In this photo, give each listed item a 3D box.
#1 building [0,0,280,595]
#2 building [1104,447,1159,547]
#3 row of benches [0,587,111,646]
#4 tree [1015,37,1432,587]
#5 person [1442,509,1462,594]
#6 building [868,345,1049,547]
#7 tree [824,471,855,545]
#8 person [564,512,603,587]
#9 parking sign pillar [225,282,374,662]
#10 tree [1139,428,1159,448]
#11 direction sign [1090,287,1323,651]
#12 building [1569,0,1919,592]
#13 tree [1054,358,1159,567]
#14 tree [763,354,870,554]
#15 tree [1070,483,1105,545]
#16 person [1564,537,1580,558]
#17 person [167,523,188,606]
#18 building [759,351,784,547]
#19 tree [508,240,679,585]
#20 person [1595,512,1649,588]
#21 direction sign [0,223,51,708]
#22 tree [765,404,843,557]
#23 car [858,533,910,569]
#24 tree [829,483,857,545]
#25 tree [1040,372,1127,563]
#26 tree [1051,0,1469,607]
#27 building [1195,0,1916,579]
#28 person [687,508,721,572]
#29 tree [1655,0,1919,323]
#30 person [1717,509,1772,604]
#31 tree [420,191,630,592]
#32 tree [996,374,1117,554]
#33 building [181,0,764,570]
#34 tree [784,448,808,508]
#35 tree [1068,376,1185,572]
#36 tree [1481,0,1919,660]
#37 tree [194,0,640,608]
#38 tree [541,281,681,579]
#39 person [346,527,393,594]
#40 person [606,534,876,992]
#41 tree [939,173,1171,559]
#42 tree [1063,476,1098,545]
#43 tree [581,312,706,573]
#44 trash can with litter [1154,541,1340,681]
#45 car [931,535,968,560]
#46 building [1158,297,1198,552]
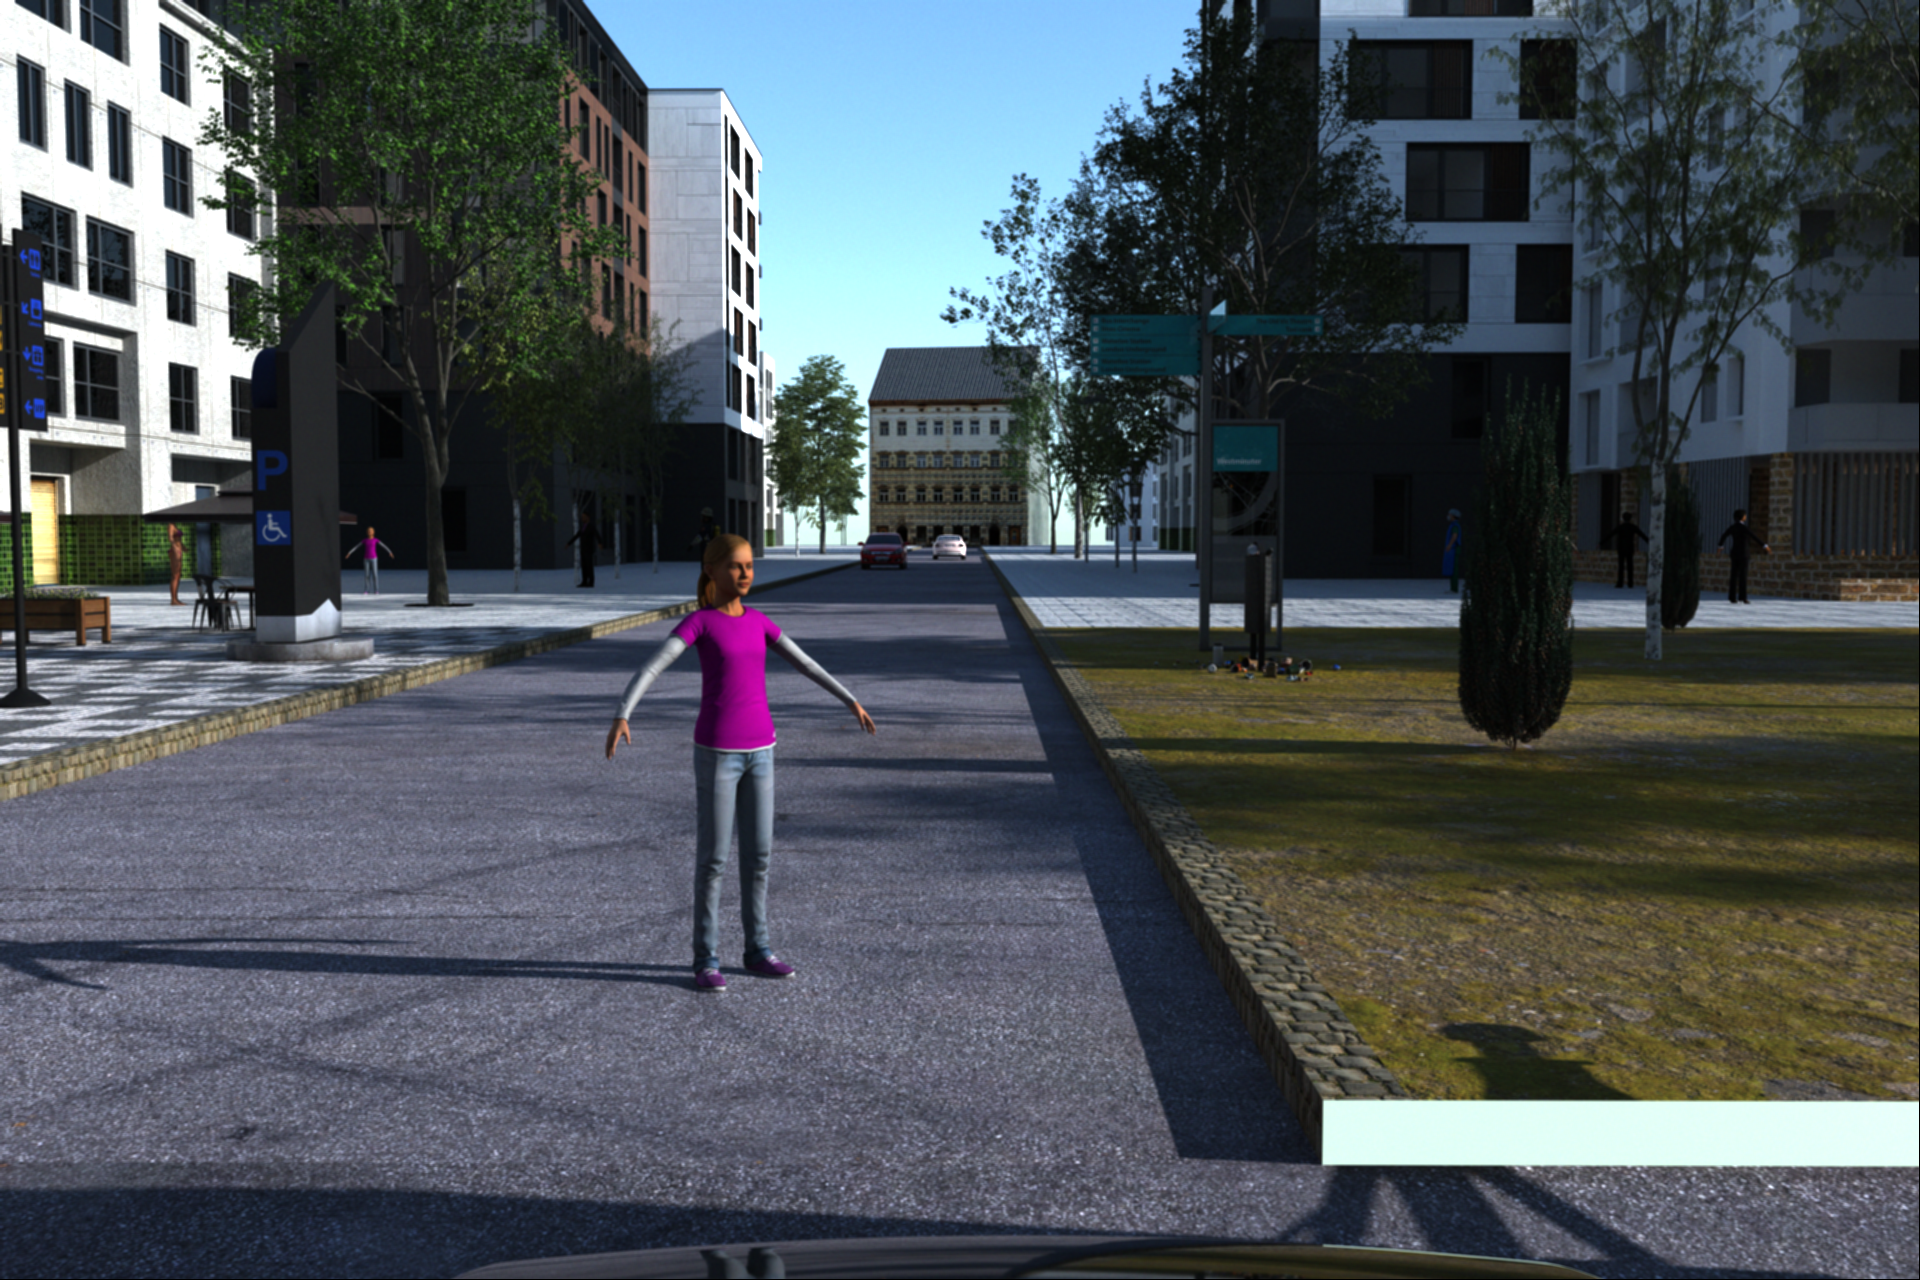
[{"bbox_3d":[-28.656,-10.353,35.732,16.747,18.905,31.486,0,3,0],"label":"building"},{"bbox_3d":[20.100,-14.261,175.307,9.099,9.664,28.070,0,4,1],"label":"building"},{"bbox_3d":[-11.898,-0.287,20.152,4.104,0.672,1.422,0,4,2],"label":"row of benches"},{"bbox_3d":[6.344,-8.059,42.128,12.009,13.543,11.850,0,3,0],"label":"tree"},{"bbox_3d":[10.540,-1.895,37.108,0.704,1.817,1.347,1,4,17],"label":"person"},{"bbox_3d":[0.284,-22.534,201.823,18.063,23.208,19.493,1,4,10],"label":"building"},{"bbox_3d":[-13.525,-14.951,194.802,4.737,8.622,4.395,0,3,0],"label":"tree"},{"bbox_3d":[-9.007,-2.169,41.687,1.346,1.802,0.704,3,4,38],"label":"person"},{"bbox_3d":[-6.876,-1.803,17.946,1.447,3.967,1.447,0,3,0],"label":"parking sign pillar"},{"bbox_3d":[22.930,-17.581,197.824,12.009,13.543,11.850,0,3,0],"label":"tree"},{"bbox_3d":[2.685,-1.808,18.328,2.525,3.948,1.411,0,4,-1],"label":"direction sign"},{"bbox_3d":[21.666,-11.541,45.121,16.016,20.090,11.380,0,3,0],"label":"building"},{"bbox_3d":[5.863,-7.119,66.753,4.737,8.622,4.395,0,3,0],"label":"tree"},{"bbox_3d":[-9.037,-11.712,109.623,7.486,12.596,7.792,0,3,0],"label":"tree"},{"bbox_3d":[14.364,-14.965,195.043,4.737,8.622,4.395,0,3,0],"label":"tree"},{"bbox_3d":[9.162,-1.311,27.566,1.348,1.813,0.705,1,4,14],"label":"person"},{"bbox_3d":[-14.045,-1.491,31.189,0.721,1.733,1.217,-1,4,-17],"label":"person"},{"bbox_3d":[-27.329,-18.424,167.689,16.747,18.905,31.486,0,4,1],"label":"building"},{"bbox_3d":[-9.882,-5.726,43.985,4.360,8.622,3.978,0,3,0],"label":"tree"},{"bbox_3d":[15.843,-2.143,41.229,1.347,1.806,0.705,0,4,4],"label":"person"},{"bbox_3d":[-6.996,-1.273,12.819,0.379,3.537,0.876,0,4,1],"label":"direction sign"},{"bbox_3d":[-9.035,-9.018,97.812,4.737,8.622,4.395,0,3,0],"label":"tree"},{"bbox_3d":[-3.114,-3.815,71.410,2.155,1.783,4.494,0,3,0],"label":"car"},{"bbox_3d":[-13.177,-15.387,201.939,4.360,8.622,3.978,0,3,0],"label":"tree"},{"bbox_3d":[5.657,-7.767,77.346,4.737,8.622,4.395,0,3,0],"label":"tree"},{"bbox_3d":[5.087,-5.860,30.218,7.601,10.594,8.767,0,4,2],"label":"tree"},{"bbox_3d":[22.556,-13.509,64.846,27.936,21.610,32.646,0,4,0],"label":"building"},{"bbox_3d":[-5.546,-1.965,37.908,0.705,1.856,1.354,1,4,20],"label":"person"},{"bbox_3d":[7.942,-3.798,12.454,4.360,8.622,3.978,0,3,0],"label":"tree"},{"bbox_3d":[14.473,-1.547,32.020,0.721,1.740,1.216,-1,4,-22],"label":"person"},{"bbox_3d":[-9.527,-5.363,38.049,4.737,8.622,4.395,0,3,0],"label":"tree"},{"bbox_3d":[6.034,-11.219,109.189,9.928,11.665,9.643,0,3,0],"label":"tree"},{"bbox_3d":[-24.830,-14.304,77.851,27.936,21.610,32.646,0,4,1],"label":"building"},{"bbox_3d":[-21.865,-17.514,196.716,12.009,13.543,11.850,0,3,0],"label":"tree"},{"bbox_3d":[5.805,-6.590,58.104,4.737,8.622,4.395,0,3,0],"label":"tree"},{"bbox_3d":[6.865,-4.106,17.500,4.360,8.622,3.978,0,3,0],"label":"tree"},{"bbox_3d":[-9.330,-6.406,30.500,9.928,11.665,9.643,0,3,0],"label":"tree"},{"bbox_3d":[-9.629,-6.074,49.679,4.360,8.622,3.978,0,3,0],"label":"tree"},{"bbox_3d":[-12.567,-1.690,36.897,0.991,1.433,0.599,0,4,-4],"label":"person"},{"bbox_3d":[-0.689,0.380,5.505,0.991,1.433,0.599,-3,5,-40],"label":"person"},{"bbox_3d":[5.497,-14.395,91.245,12.611,20.169,13.585,0,3,0],"label":"tree"},{"bbox_3d":[14.062,-15.242,199.571,4.737,8.622,4.395,0,3,0],"label":"tree"},{"bbox_3d":[-9.780,-6.503,56.682,4.360,8.622,3.978,0,3,0],"label":"tree"},{"bbox_3d":[2.725,-0.310,16.119,1.678,1.210,2.233,0,4,1],"label":"trash can with litter"},{"bbox_3d":[-0.601,-5.232,97.898,2.083,1.381,4.827,0,4,0],"label":"car"},{"bbox_3d":[24.763,-16.034,128.616,16.747,18.905,31.486,0,4,1],"label":"building"}]
